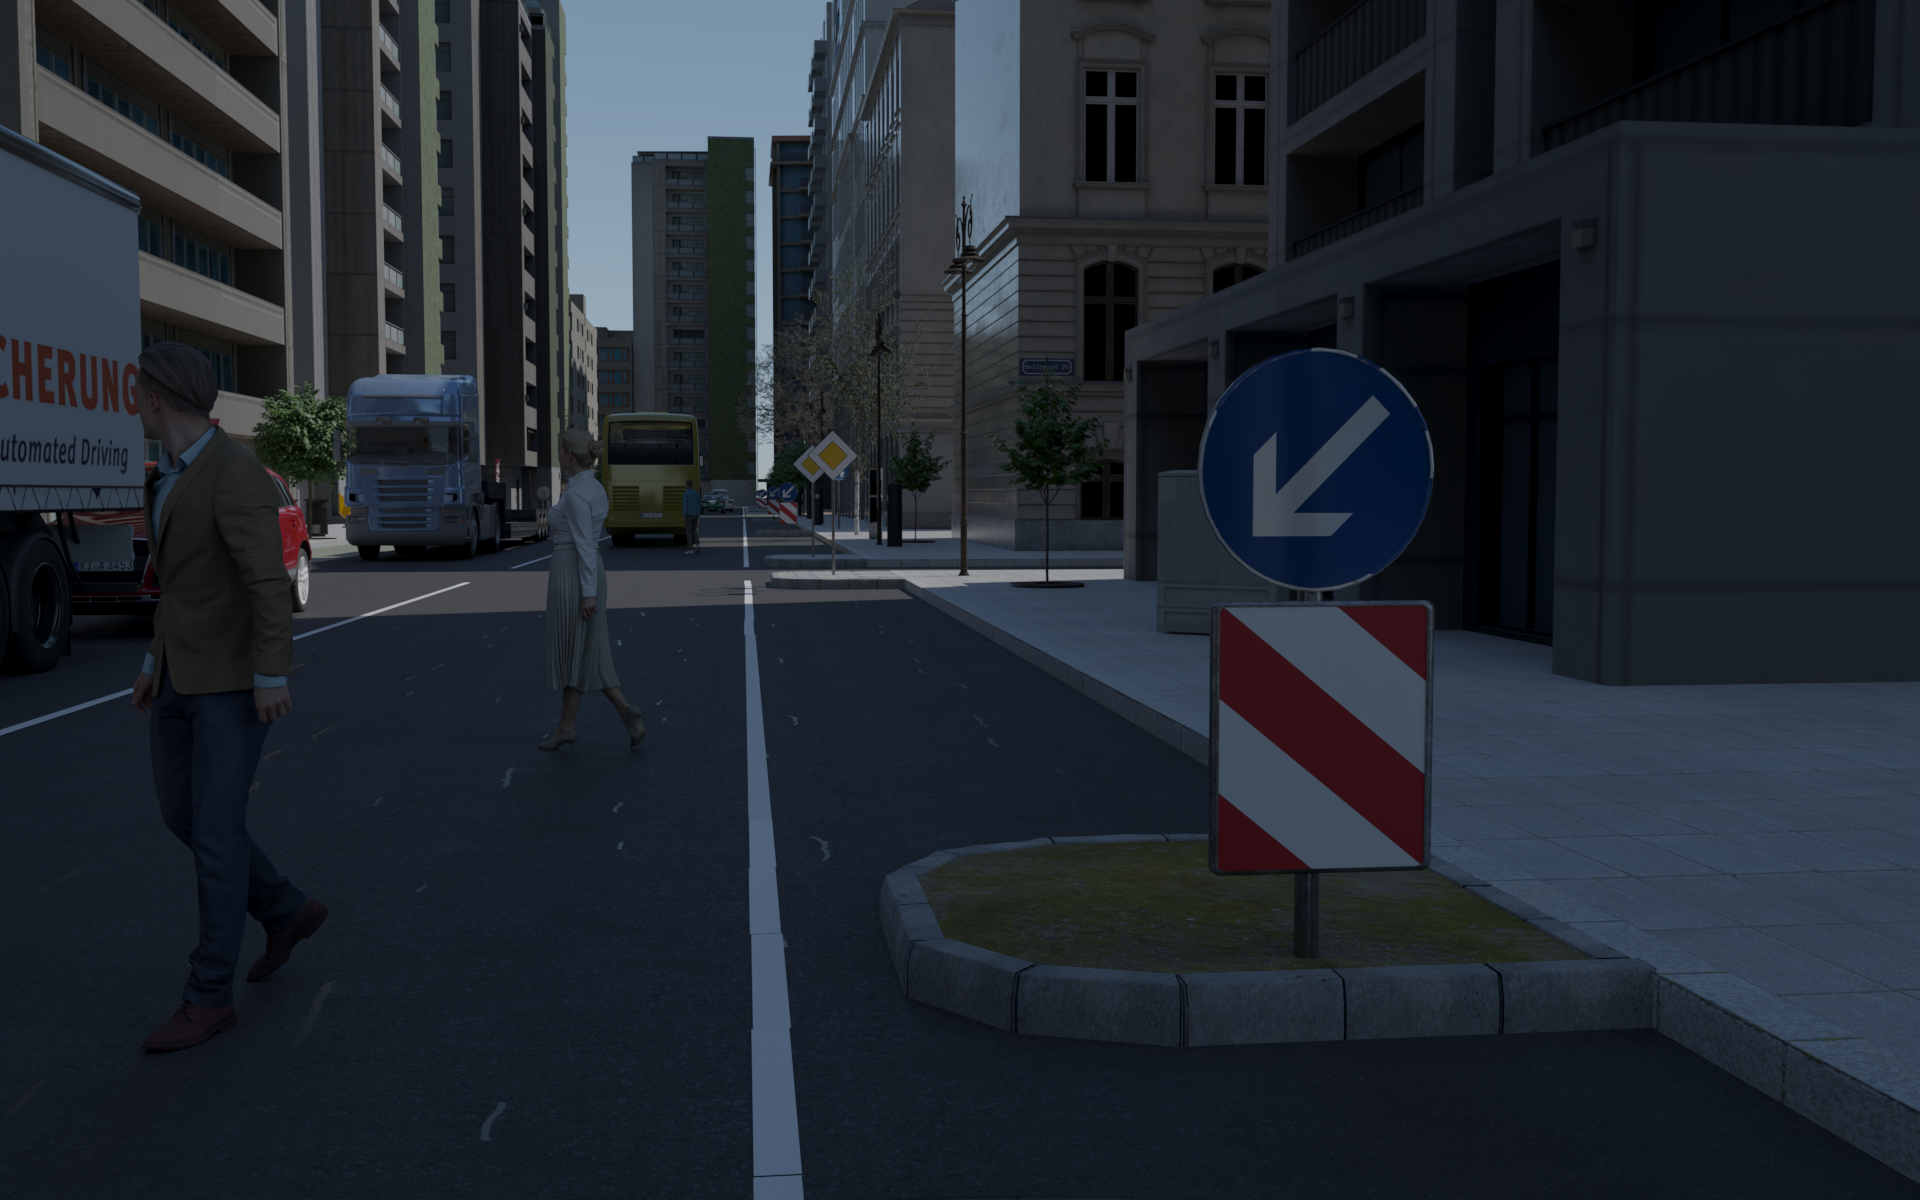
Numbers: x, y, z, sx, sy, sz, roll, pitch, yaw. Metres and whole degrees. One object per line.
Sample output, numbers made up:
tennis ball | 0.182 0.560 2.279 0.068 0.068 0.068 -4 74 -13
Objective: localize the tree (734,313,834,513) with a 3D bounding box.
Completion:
tree | -10.078 -12.608 116.510 12.009 13.543 11.850 0 3 0

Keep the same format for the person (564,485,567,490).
person | -15.827 -3.719 69.505 0.583 1.804 0.606 -3 5 -41

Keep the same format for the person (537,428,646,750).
person | -2.063 -0.059 9.684 0.641 1.798 0.478 1 4 15

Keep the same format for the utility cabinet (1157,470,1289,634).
utility cabinet | 2.375 -0.428 15.683 1.173 1.500 0.318 2 4 33

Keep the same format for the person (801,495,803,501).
person | -17.159 -11.075 190.520 0.436 1.711 0.756 2 4 32

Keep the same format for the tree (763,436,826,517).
tree | -9.022 -7.035 98.733 4.285 4.588 4.351 0 3 0

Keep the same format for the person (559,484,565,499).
person | -16.177 -3.831 70.912 0.659 1.850 0.755 1 4 22

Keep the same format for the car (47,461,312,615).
car | -8.734 -0.656 19.406 2.281 1.827 5.304 -1 4 -9

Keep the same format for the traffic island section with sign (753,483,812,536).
traffic island section with sign | -6.115 -3.163 60.343 1.989 1.847 2.006 0 4 -7

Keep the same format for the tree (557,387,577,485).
tree | -26.454 -9.880 111.897 4.360 8.622 3.978 0 3 0

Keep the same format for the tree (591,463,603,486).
tree | -31.681 -10.500 155.382 4.285 4.588 4.351 0 3 0

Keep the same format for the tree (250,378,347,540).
tree | -18.446 -3.995 49.036 4.285 4.588 4.351 0 3 0

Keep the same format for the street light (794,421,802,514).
street light | -10.234 -8.338 109.117 0.468 5.910 1.993 0 4 -7

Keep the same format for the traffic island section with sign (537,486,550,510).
traffic island section with sign | -20.742 -4.757 86.406 1.989 1.847 2.006 0 4 -7

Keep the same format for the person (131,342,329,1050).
person | -2.064 0.222 4.785 0.656 1.842 0.836 1 4 12

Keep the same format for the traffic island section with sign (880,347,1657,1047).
traffic island section with sign | 0.771 0.194 5.464 1.989 1.847 2.006 0 4 -7

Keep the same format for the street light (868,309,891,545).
street light | -2.032 -4.324 43.482 0.468 5.910 1.993 0 4 -7

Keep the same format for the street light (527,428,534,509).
street light | -24.736 -7.747 99.446 0.468 5.910 1.993 0 4 -7

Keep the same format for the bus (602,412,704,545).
bus | -9.079 -3.679 51.704 2.896 3.916 12.252 -1 4 -9

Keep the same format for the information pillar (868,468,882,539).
information pillar | -2.414 -2.755 49.541 0.304 2.012 0.304 1 4 22

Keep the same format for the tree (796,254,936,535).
tree | -3.007 -6.347 54.136 4.360 8.622 3.978 0 3 0

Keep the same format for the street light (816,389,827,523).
street light | -6.071 -6.331 76.307 0.468 5.910 1.993 0 4 -7

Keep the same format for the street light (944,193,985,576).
street light | 0.061 -3.317 27.014 0.468 5.910 1.993 0 4 -7

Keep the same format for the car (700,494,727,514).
car | -17.979 -6.972 125.793 2.131 1.459 4.920 -1 4 -9

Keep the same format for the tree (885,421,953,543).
tree | -1.241 -3.137 45.897 1.663 3.219 1.824 0 3 0

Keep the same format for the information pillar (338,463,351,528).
information pillar | -23.411 -4.557 65.866 0.183 3.616 0.504 2 4 34

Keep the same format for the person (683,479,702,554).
person | -6.415 -1.994 41.447 0.601 1.785 0.444 -3 5 -41

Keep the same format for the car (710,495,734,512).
car | -19.103 -7.714 138.483 2.083 1.381 4.827 -1 4 -8

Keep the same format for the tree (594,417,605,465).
tree | -33.045 -13.103 164.595 4.737 8.622 4.395 0 3 0

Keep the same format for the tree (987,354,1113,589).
tree | 1.097 -1.789 23.852 1.663 3.219 1.824 0 3 0
